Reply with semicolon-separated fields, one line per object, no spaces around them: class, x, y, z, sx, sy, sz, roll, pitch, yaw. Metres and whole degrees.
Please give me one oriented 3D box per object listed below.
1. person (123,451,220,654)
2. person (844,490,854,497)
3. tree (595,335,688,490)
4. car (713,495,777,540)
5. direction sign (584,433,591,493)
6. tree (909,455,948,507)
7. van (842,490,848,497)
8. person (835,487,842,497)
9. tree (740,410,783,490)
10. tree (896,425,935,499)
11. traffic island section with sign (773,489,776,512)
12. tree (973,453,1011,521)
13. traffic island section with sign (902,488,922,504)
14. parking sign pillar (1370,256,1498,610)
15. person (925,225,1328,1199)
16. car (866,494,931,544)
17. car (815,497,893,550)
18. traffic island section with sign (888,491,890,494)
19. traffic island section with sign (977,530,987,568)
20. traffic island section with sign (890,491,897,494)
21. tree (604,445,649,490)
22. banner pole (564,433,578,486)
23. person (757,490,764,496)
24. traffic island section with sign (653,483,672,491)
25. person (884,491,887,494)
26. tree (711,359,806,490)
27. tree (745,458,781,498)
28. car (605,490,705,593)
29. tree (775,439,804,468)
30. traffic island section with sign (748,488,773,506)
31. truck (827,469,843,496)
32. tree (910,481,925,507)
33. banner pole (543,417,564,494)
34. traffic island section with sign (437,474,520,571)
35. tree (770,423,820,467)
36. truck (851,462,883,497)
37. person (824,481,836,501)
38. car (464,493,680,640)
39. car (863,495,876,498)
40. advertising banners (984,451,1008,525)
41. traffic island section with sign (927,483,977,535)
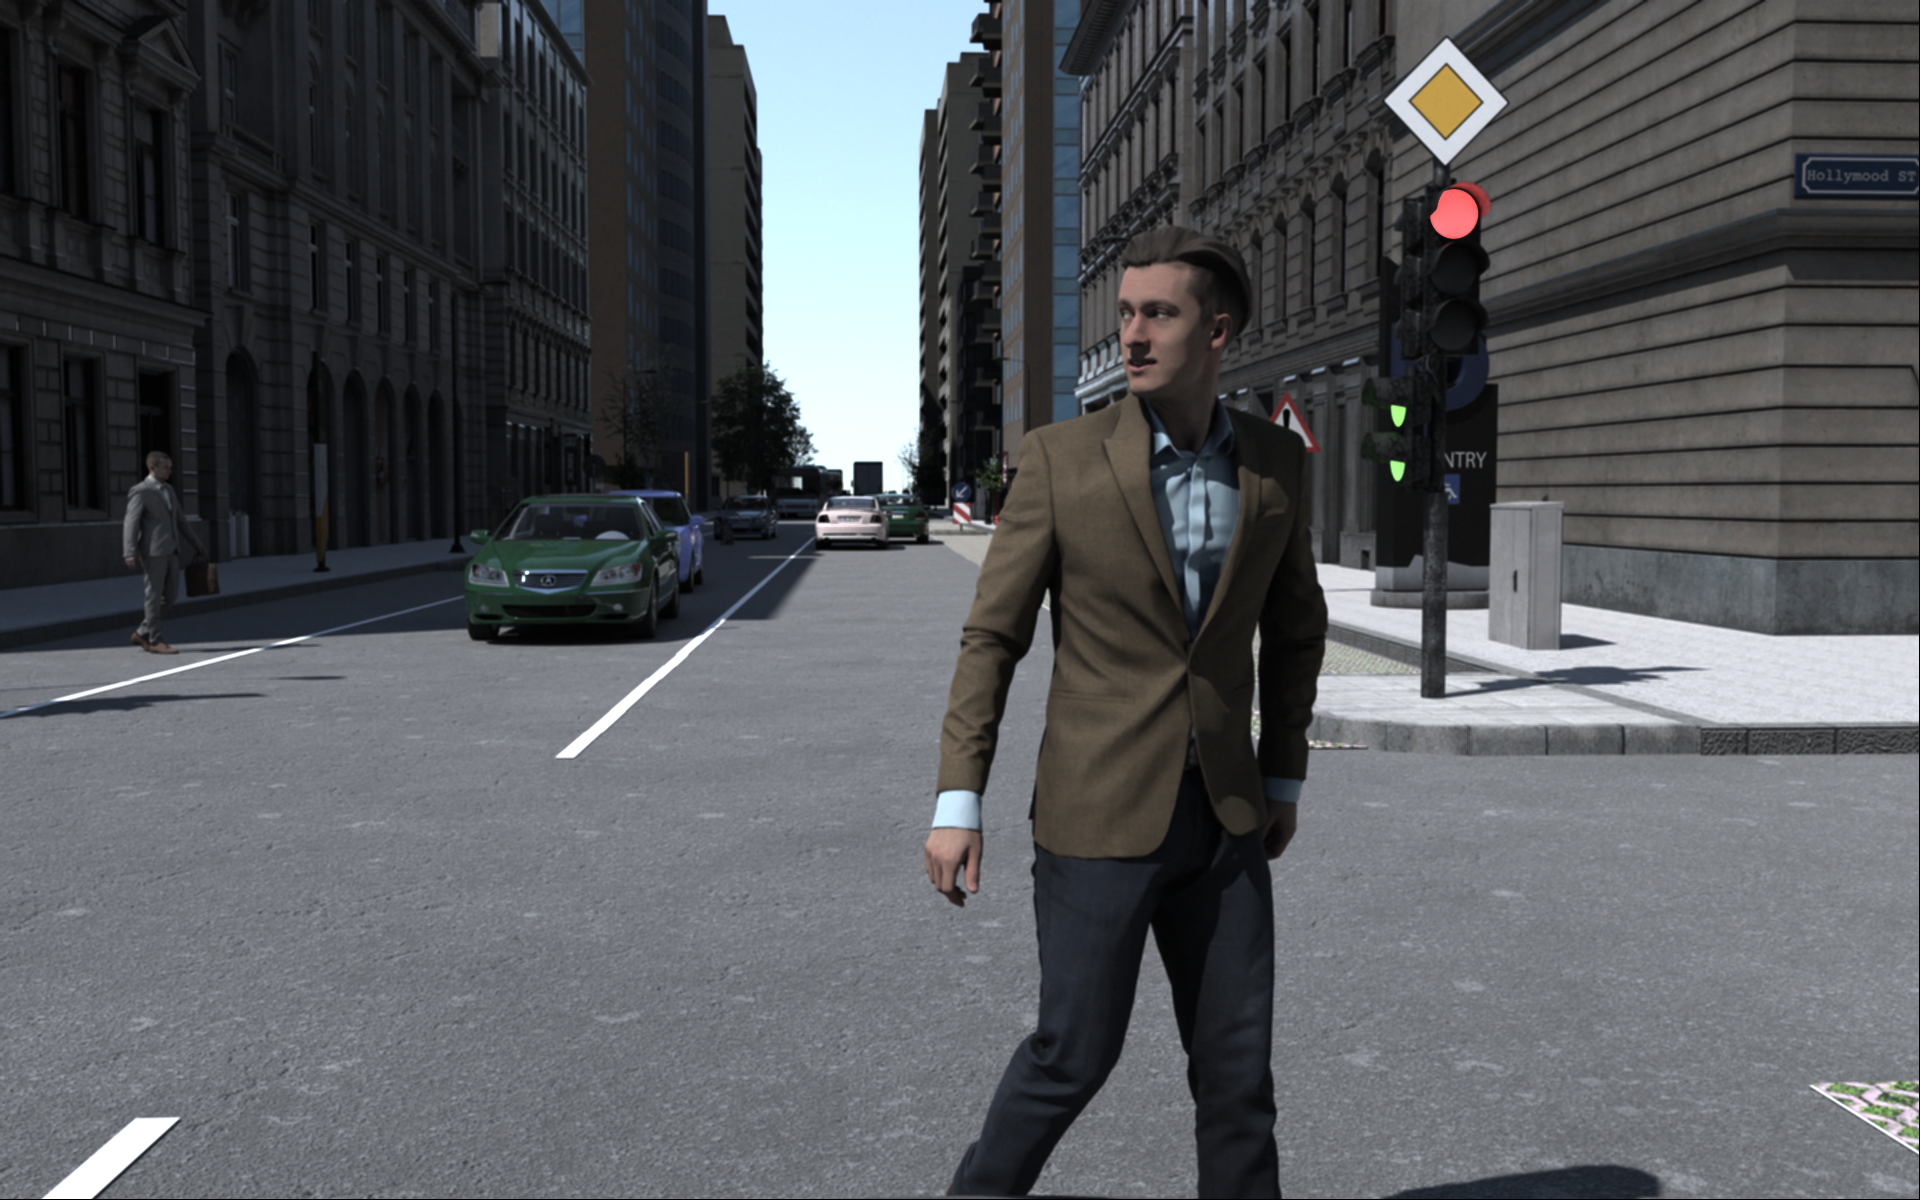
person;-7.163;-0.424;15.550;0.853;1.813;0.709;1;4;10
person;-8.190;-7.238;127.557;1.217;1.743;0.721;-1;4;-10
tree;-14.294;-7.881;79.222;4.360;8.622;3.978;0;3;0
car;-6.852;-2.666;55.587;2.014;1.417;4.499;0;4;-2
direction sign;-13.973;-4.464;64.979;0.379;3.537;0.876;-2;4;-26
tree;-2.705;-10.022;147.571;4.285;4.588;4.351;0;3;0
van;-16.255;-14.226;236.985;2.240;2.365;5.245;0;4;-2
person;-6.860;-5.461;97.650;0.599;1.838;0.709;2;4;31
tree;-17.493;-12.291;151.318;4.360;8.622;3.978;0;3;0
tree;-4.333;-14.056;180.173;4.360;8.622;3.978;0;3;0
traffic island section with sign;-14.600;-7.862;137.167;1.989;1.847;2.006;0;4;-3
tree;1.662;-5.320;81.583;1.663;3.219;1.824;0;3;0
traffic island section with sign;-2.833;-6.184;109.729;1.989;1.847;2.006;0;4;-3
parking sign pillar;5.454;-1.915;19.782;1.447;3.967;1.447;-1;4;-14
person;0.266;0.344;2.781;0.836;1.842;0.656;3;5;41
car;-1.886;-2.390;50.880;2.131;1.459;4.920;0;4;-3
car;-2.829;-2.051;45.904;2.083;1.381;4.827;0;4;-1
traffic island section with sign;-7.488;-11.285;193.130;1.989;1.847;2.006;0;4;-3
traffic island section with sign;1.427;-1.513;33.361;1.989;1.847;2.006;0;4;-3
traffic island section with sign;-4.393;-7.896;137.724;1.989;1.847;2.006;0;4;-3
tree;-13.048;-4.538;68.796;1.663;3.219;1.824;0;3;0
banner pole;-14.255;-4.447;62.731;0.863;3.779;0.401;-2;4;-28
person;-10.333;-4.880;89.762;0.593;1.643;0.415;2;4;24
traffic island section with sign;-10.302;-3.147;60.081;1.989;1.847;2.006;0;4;-3
person;-8.999;-12.461;212.108;0.599;1.838;0.709;1;4;21
tree;-19.311;-15.635;162.289;9.857;13.997;8.962;0;3;0
tree;-17.694;-10.544;156.104;4.285;4.588;4.351;0;3;0
car;-4.801;-1.013;26.147;1.945;1.707;3.694;0;4;-5
tree;-20.444;-15.370;201.657;4.737;8.622;4.395;0;3;0
traffic island section with sign;-13.052;-6.175;109.583;1.989;1.847;2.006;0;4;-3
truck;-14.758;-12.821;198.544;2.839;4.237;11.283;0;4;-3
tree;-4.082;-10.914;173.045;1.663;3.219;1.824;0;3;0
banner pole;-13.466;-4.086;56.817;0.401;3.779;0.863;-3;4;-37
traffic island section with sign;-8.790;-1.501;33.168;1.989;1.847;2.006;0;4;-3
tree;-23.241;-19.051;237.232;9.928;11.665;9.643;0;3;0
truck;-8.272;-10.142;154.731;2.839;4.237;11.283;0;4;-4
person;-3.881;-2.678;52.386;0.778;1.811;0.616;1;4;20
car;-4.051;-0.415;18.591;2.131;1.459;4.920;0;4;-5
car;-5.605;-6.064;111.513;2.083;1.381;4.827;0;4;-4
advertising banners;1.517;-4.624;71.792;0.090;3.025;2.074;-2;4;-26
traffic island section with sign;-0.097;-3.184;60.688;1.989;1.847;2.006;0;4;-3
